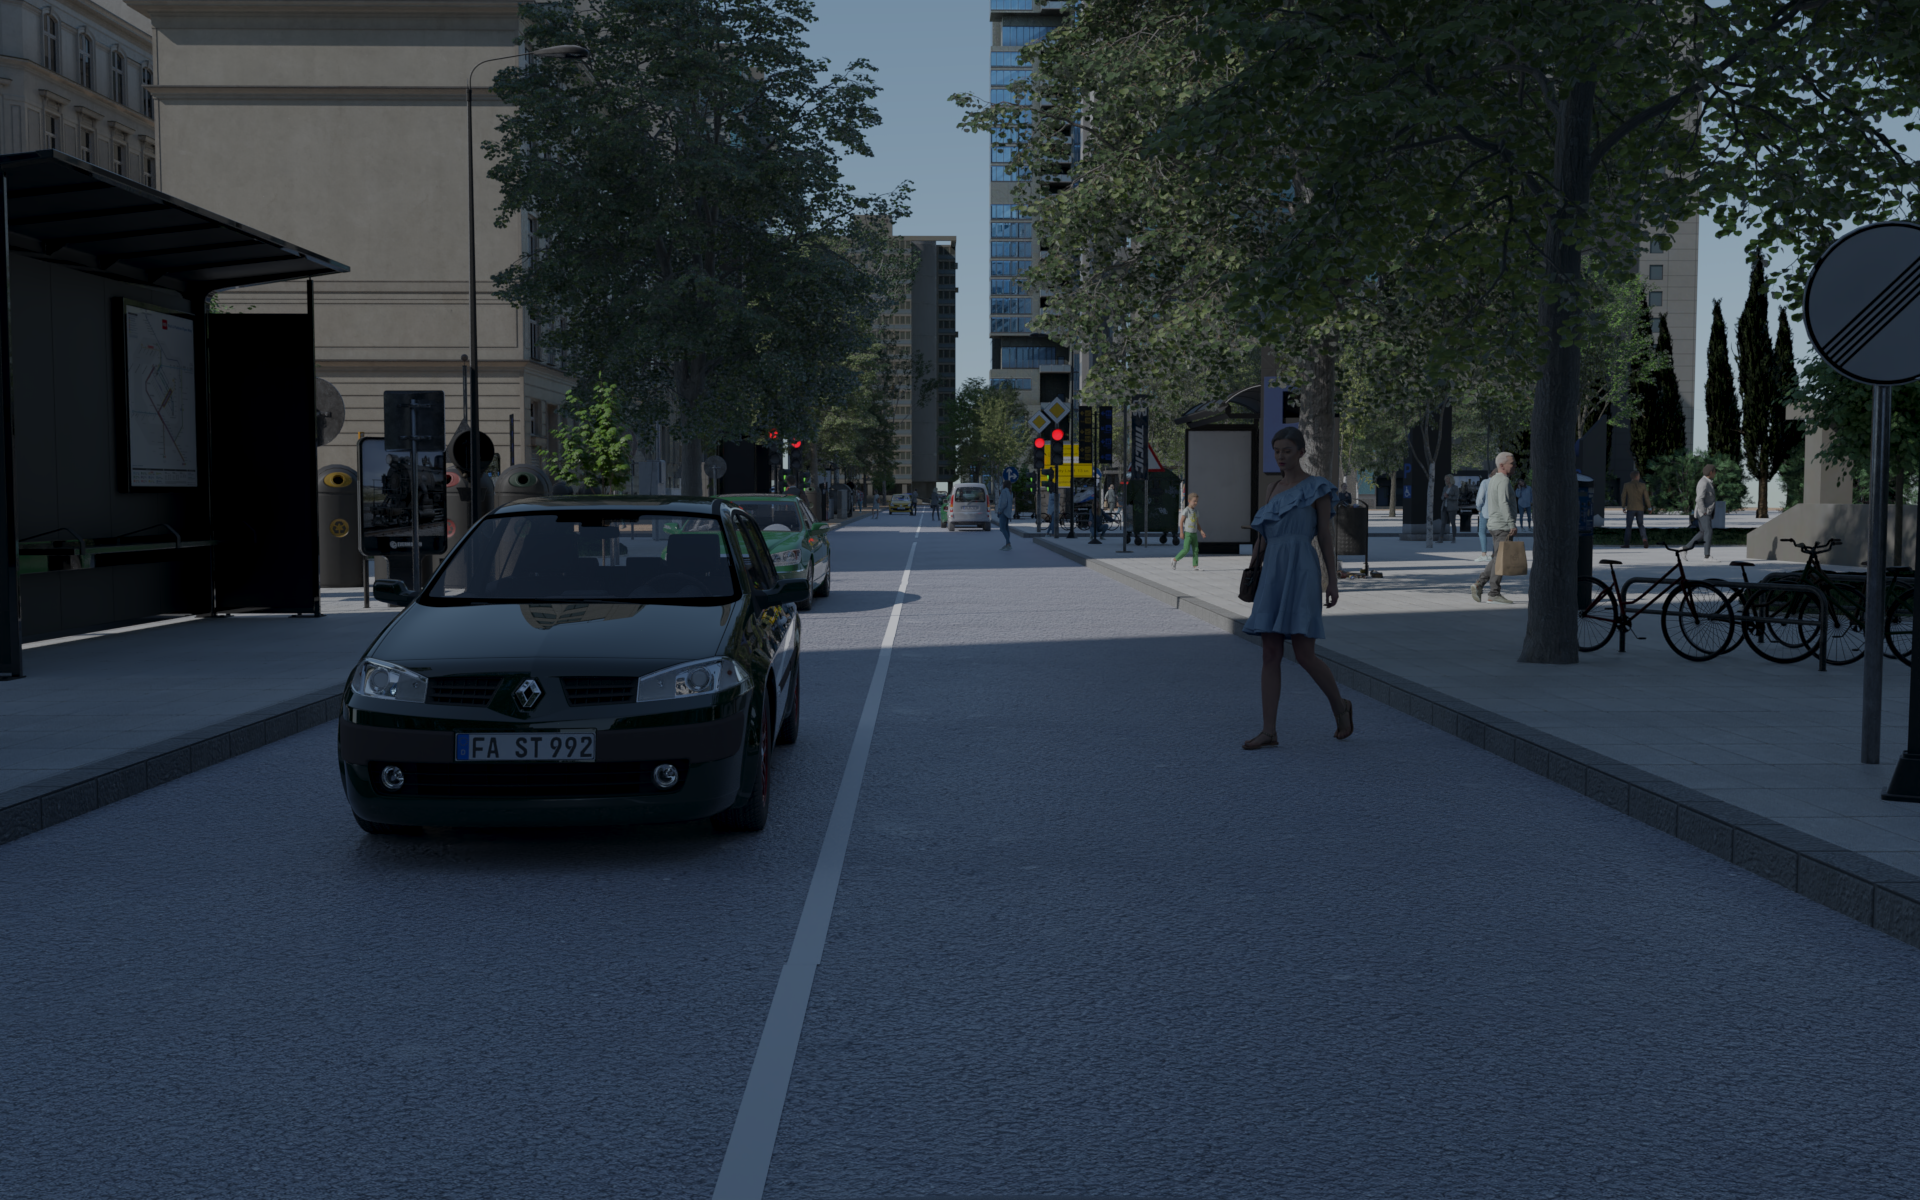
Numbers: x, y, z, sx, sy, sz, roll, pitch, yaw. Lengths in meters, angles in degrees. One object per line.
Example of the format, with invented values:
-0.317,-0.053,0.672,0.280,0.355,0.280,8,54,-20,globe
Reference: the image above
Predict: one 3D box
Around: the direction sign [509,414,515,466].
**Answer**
-12.717,-3.500,49.216,0.379,3.537,0.876,-1,4,-20,direction sign

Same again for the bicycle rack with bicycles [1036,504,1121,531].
4.517,-2.933,61.342,2.925,0.926,2.852,3,5,42,bicycle rack with bicycles

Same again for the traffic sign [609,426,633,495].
-6.098,-1.848,30.322,0.768,2.556,0.104,0,4,7,traffic sign

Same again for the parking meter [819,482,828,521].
-6.526,-4.705,82.643,0.399,1.863,0.255,-2,4,-31,parking meter

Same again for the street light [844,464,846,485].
-6.160,-7.862,101.091,1.470,5.913,1.316,0,4,-1,street light

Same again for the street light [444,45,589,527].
-4.540,-2.786,18.084,1.470,5.913,1.316,0,4,-1,street light

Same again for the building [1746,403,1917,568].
31.963,-20.484,26.789,32.217,40.220,23.993,0,4,-1,building

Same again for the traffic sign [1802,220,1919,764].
4.344,-0.494,8.185,0.768,2.556,0.104,0,4,7,traffic sign

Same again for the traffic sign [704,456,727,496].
-8.123,-3.506,57.430,0.768,2.556,0.104,0,4,4,traffic sign

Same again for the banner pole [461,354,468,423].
-8.797,-2.497,30.845,0.401,3.779,0.863,-1,4,-15,banner pole

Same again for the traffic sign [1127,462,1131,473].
6.571,-3.918,64.171,0.768,2.556,0.104,0,4,4,traffic sign

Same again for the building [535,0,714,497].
-29.826,-43.013,141.509,20.563,71.187,20.611,0,4,-1,building

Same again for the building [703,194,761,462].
-25.950,-23.761,160.198,14.160,30.474,14.107,0,4,-1,building

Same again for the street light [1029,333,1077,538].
2.700,-4.737,49.995,1.470,5.913,1.316,0,4,-1,street light

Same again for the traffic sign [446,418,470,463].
-8.520,-1.822,29.788,0.884,2.594,0.081,0,4,0,traffic sign

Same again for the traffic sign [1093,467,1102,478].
6.263,-4.970,81.373,0.768,2.556,0.104,0,4,0,traffic sign

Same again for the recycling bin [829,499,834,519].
-6.908,-4.669,88.891,0.722,1.027,0.722,1,4,13,recycling bin

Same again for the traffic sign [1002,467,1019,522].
2.342,-4.893,80.111,0.768,2.556,0.104,0,4,4,traffic sign

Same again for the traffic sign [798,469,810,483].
-7.829,-5.260,86.105,0.768,2.556,0.104,0,4,4,traffic sign

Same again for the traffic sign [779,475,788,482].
-9.958,-5.968,97.689,0.768,2.556,0.104,0,4,8,traffic sign

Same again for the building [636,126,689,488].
-24.735,-19.183,110.904,12.463,27.353,25.104,0,4,-1,building

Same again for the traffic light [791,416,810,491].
-5.432,-4.215,57.844,0.839,4.253,0.868,0,4,-1,traffic light

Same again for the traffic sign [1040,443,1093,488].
4.213,-4.632,69.599,2.265,3.308,0.079,0,4,2,traffic sign

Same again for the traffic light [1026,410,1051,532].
2.627,-4.226,58.008,0.839,4.253,0.868,0,4,-1,traffic light

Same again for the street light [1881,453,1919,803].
3.506,-2.115,7.122,1.470,5.913,1.316,0,4,-1,street light

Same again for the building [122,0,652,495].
-25.074,-15.304,83.497,16.112,22.955,30.059,0,4,-1,building

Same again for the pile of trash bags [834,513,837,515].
-8.173,-6.031,108.360,1.912,1.369,3.447,1,4,9,pile of trash bags

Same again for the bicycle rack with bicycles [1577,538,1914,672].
6.542,-0.008,13.510,2.852,0.926,2.925,-2,4,-28,bicycle rack with bicycles

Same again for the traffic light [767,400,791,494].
-5.285,-3.727,49.860,0.839,4.253,0.868,0,4,-1,traffic light

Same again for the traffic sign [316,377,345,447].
-7.048,-1.145,18.825,0.768,2.556,0.104,0,4,7,traffic sign

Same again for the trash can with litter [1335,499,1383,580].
5.612,-0.954,26.650,2.233,1.210,1.678,-1,4,-10,trash can with litter

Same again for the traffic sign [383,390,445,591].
-5.380,-0.916,17.102,0.606,2.300,0.079,0,4,3,traffic sign

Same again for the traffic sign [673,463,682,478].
-9.268,-3.587,58.647,0.884,2.594,0.081,0,3,0,traffic sign

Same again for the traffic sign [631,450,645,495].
-9.211,-2.969,48.642,0.768,2.556,0.104,0,4,8,traffic sign

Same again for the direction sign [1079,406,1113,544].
3.477,-3.210,44.479,0.876,3.537,0.379,0,4,-7,direction sign

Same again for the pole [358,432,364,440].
-19.602,-3.851,56.801,0.158,3.312,0.155,0,3,0,pole

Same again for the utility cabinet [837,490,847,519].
-6.060,-4.909,88.937,0.318,1.500,1.173,-1,4,-15,utility cabinet

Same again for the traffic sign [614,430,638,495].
-6.185,-1.901,31.184,0.768,2.556,0.104,0,4,-1,traffic sign

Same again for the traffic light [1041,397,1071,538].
2.775,-3.737,50.024,0.839,4.253,0.868,0,4,-1,traffic light

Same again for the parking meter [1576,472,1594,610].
6.851,-0.665,19.279,0.372,1.533,0.369,0,3,0,parking meter

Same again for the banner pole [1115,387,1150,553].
3.815,-2.937,38.041,0.863,3.779,0.401,-2,4,-30,banner pole

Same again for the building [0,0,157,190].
-59.434,-18.298,75.593,44.131,29.872,17.030,0,4,-1,building

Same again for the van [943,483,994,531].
0.350,-3.738,68.129,2.013,2.044,4.112,0,4,-1,van

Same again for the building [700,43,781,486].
-34.651,-34.558,184.624,30.456,49.044,23.786,0,4,-1,building

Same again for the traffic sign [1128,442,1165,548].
4.449,-2.532,41.398,0.884,2.594,0.081,0,4,3,traffic sign

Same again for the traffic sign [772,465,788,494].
-7.109,-4.144,67.765,0.884,2.594,0.081,0,4,5,traffic sign

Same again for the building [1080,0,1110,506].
23.259,-39.222,183.270,21.231,58.520,28.212,0,4,-1,building

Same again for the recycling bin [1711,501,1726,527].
26.621,-2.981,61.287,0.722,1.027,0.722,1,4,9,recycling bin

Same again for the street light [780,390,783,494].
-5.403,-5.211,57.735,1.470,5.913,1.316,0,4,-1,street light
